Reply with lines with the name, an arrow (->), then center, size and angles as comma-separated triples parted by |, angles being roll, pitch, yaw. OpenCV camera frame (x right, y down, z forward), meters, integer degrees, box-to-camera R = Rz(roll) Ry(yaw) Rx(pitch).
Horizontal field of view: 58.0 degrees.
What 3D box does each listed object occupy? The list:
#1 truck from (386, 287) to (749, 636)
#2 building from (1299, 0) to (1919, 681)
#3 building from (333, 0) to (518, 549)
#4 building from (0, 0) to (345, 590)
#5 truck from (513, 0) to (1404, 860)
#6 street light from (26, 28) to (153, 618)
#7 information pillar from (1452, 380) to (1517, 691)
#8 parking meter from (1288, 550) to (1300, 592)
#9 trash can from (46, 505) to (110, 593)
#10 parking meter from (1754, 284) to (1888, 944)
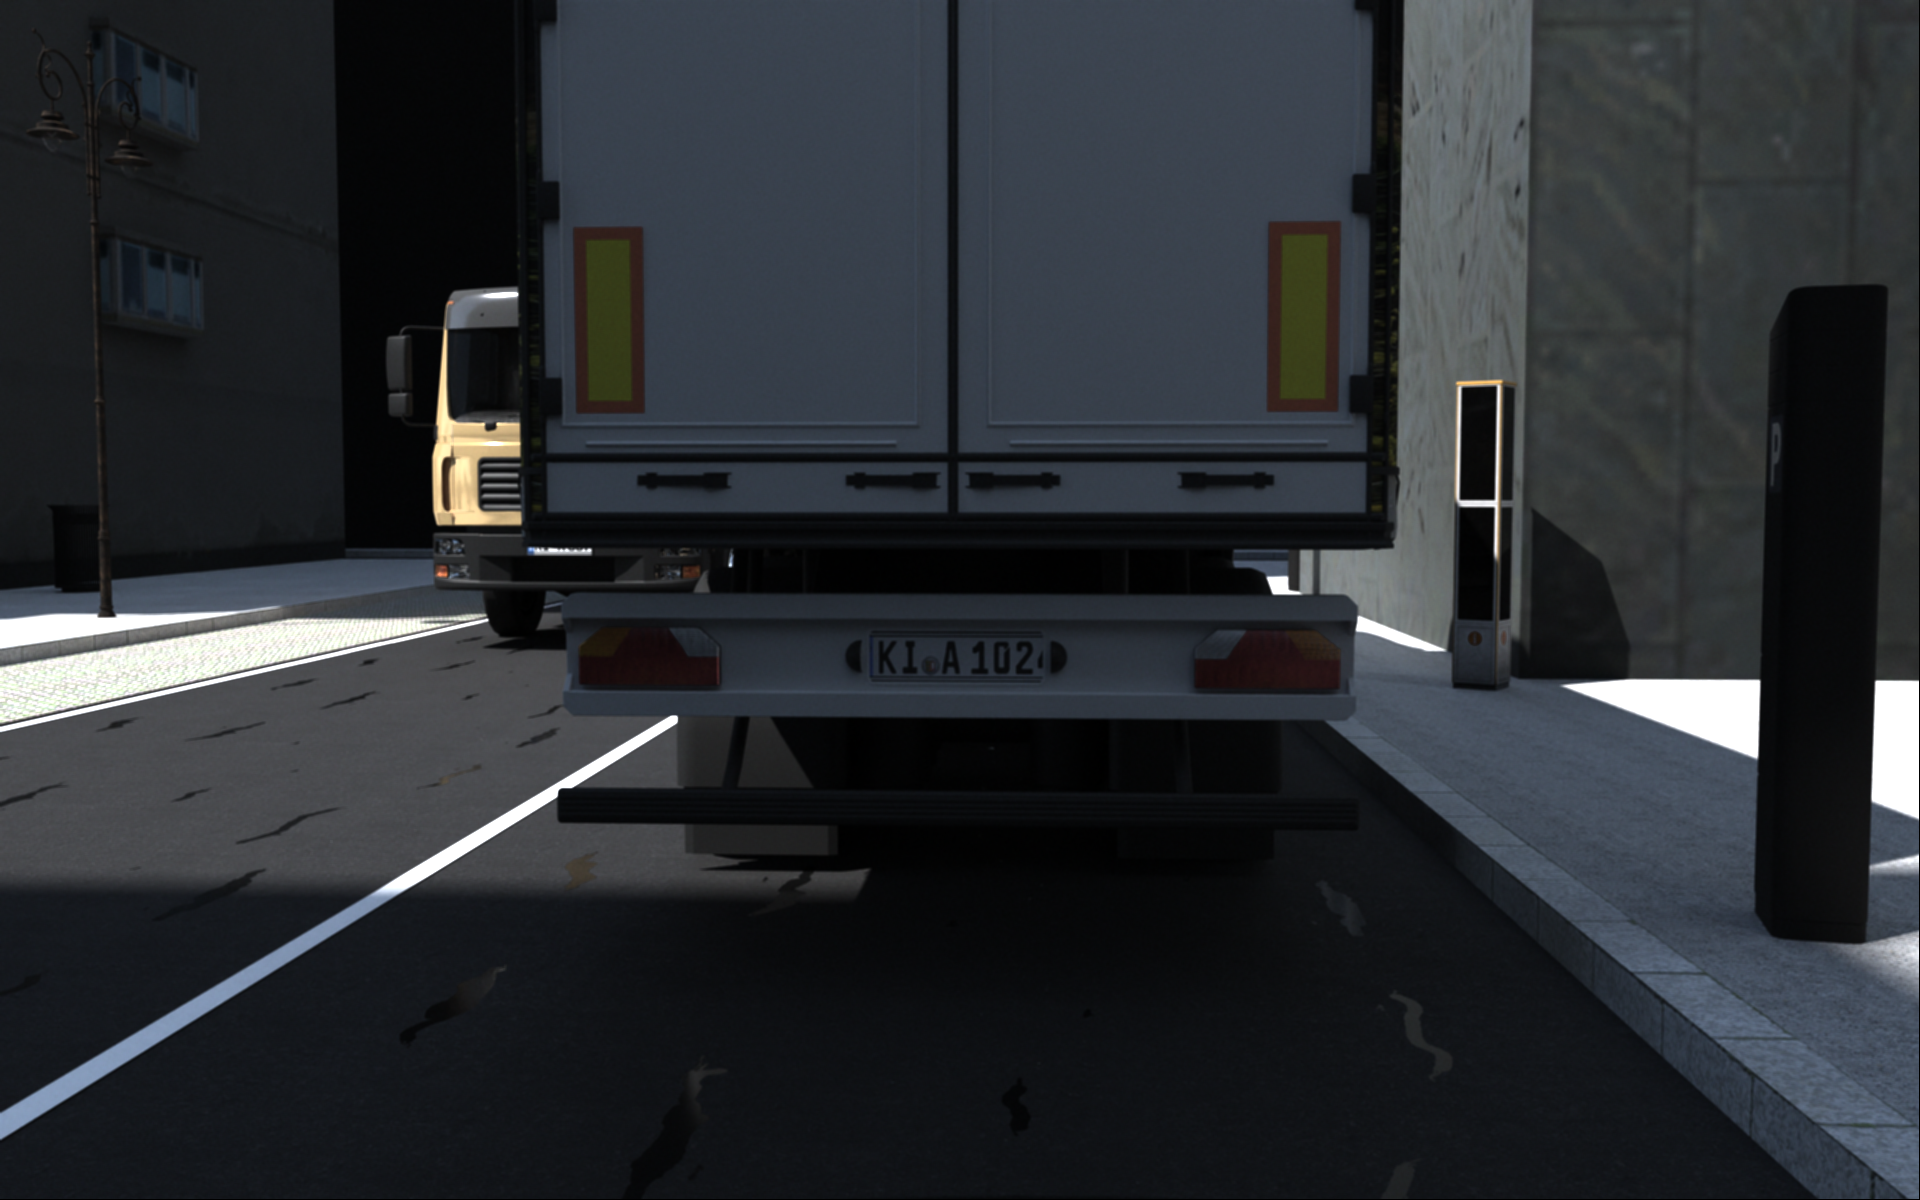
truck -> -3.340, -1.447, 19.590 | 3.469, 3.379, 9.791 | 0, 4, 4
building -> 14.772, -42.273, 3.831 | 22.319, 86.520, 31.000 | 0, 4, 3
building -> -13.914, -13.346, 47.892 | 12.332, 23.373, 15.834 | 0, 4, 3
building -> -23.253, -24.416, 22.901 | 21.600, 48.544, 21.300 | 0, 4, 3
truck -> 0.258, -1.306, 10.261 | 2.839, 4.237, 11.283 | 0, 4, 3
street light -> -8.885, -2.756, 17.856 | 0.468, 5.910, 1.993 | 0, 4, 3
information pillar -> 3.454, -0.424, 11.417 | 0.304, 2.012, 0.304 | 2, 4, 35
parking meter -> 4.518, -1.052, 22.913 | 0.255, 1.863, 0.399 | 0, 4, -6
trash can -> -11.550, -0.677, 22.725 | 0.748, 1.137, 0.748 | 0, 3, 0
parking meter -> 2.519, 0.038, 5.088 | 0.255, 1.863, 0.399 | 1, 4, 16
